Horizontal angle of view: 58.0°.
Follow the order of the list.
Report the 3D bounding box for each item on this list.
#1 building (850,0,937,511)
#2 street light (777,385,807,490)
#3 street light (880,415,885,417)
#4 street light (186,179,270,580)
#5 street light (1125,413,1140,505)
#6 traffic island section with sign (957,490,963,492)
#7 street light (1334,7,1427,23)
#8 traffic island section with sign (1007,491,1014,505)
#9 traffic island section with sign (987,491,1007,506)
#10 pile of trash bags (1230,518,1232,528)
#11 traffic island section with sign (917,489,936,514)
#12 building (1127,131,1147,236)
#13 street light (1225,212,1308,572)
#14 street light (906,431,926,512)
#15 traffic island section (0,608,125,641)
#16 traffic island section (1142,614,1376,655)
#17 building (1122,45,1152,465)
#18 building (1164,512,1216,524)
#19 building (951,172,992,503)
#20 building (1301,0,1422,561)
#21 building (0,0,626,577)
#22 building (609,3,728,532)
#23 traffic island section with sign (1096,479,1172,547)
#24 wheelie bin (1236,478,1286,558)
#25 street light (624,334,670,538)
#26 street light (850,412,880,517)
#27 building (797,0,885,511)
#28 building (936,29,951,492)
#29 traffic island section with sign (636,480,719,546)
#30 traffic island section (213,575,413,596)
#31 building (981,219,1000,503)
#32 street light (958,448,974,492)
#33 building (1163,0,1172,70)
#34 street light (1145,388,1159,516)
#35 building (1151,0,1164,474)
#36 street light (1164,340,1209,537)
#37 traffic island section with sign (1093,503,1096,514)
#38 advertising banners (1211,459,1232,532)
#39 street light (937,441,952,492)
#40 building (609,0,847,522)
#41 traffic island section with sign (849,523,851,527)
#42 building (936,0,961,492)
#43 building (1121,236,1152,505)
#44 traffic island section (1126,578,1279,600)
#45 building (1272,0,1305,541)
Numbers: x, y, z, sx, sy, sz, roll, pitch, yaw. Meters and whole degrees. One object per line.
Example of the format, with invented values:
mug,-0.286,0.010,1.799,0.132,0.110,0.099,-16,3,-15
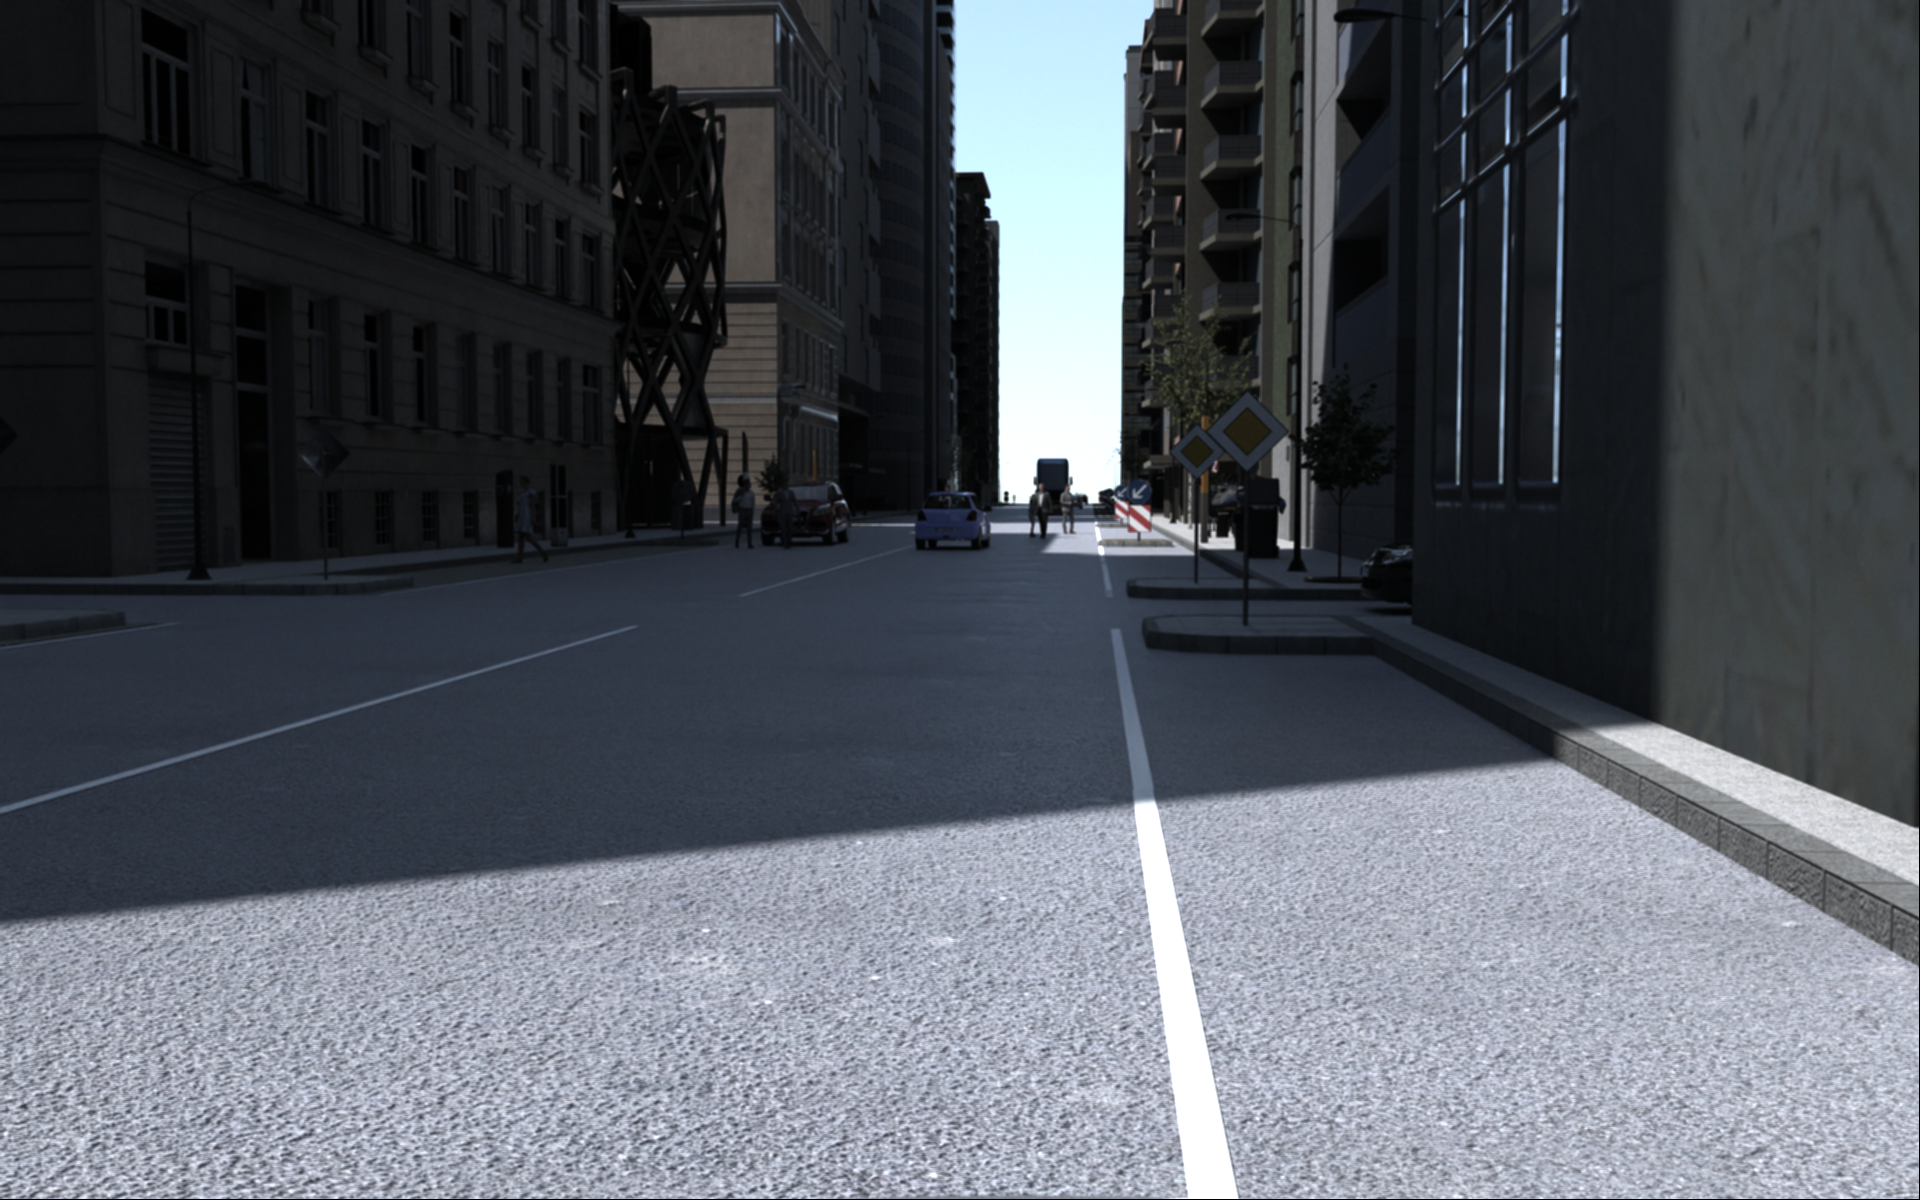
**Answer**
building,-13.662,-36.810,143.842,21.231,58.520,28.212,0,4,4
street light,-7.235,-6.209,74.051,1.470,5.913,1.316,0,4,4
street light,-5.108,-7.946,102.461,1.470,5.913,1.316,0,4,4
street light,-10.885,-3.256,25.772,1.470,5.913,1.316,0,4,4
street light,10.418,-7.765,99.492,1.470,5.913,1.316,0,4,4
traffic island section with sign,0.048,-8.762,151.878,1.989,1.847,2.006,0,4,4
street light,4.270,-2.699,16.675,1.470,5.913,1.316,0,4,4
traffic island section with sign,6.350,-13.836,234.840,1.989,1.847,2.006,0,4,4
traffic island section with sign,4.299,-12.185,207.844,1.989,1.847,2.006,0,4,4
pile of trash bags,11.182,-3.448,66.127,1.912,1.369,3.447,-1,4,-12
traffic island section with sign,-2.029,-7.080,124.382,1.989,1.847,2.006,0,4,4
building,27.160,-34.151,208.483,14.600,45.320,14.200,0,4,4
street light,5.067,-3.433,28.672,1.470,5.913,1.316,0,4,4
street light,-3.213,-9.431,126.744,1.470,5.913,1.316,0,4,4
traffic island section,-10.095,0.267,17.913,2.009,0.180,2.903,0,4,4
traffic island section,2.809,0.327,16.934,2.009,0.180,2.903,0,4,4
building,32.141,-42.014,228.931,21.231,58.520,28.212,0,4,4
building,19.925,-26.095,81.270,22.147,44.769,28.867,0,4,4
building,-7.297,-35.219,230.457,22.147,44.769,28.867,0,4,4
building,21.788,-29.941,31.539,28.212,58.520,21.231,0,4,4
building,-19.204,-12.683,40.646,16.112,22.955,30.059,0,4,4
building,-17.519,-12.083,65.007,16.820,18.784,16.811,0,4,4
traffic island section with sign,4.817,-2.393,47.746,1.989,1.847,2.006,0,4,4
wheelie bin,6.036,-1.643,34.764,0.980,1.594,0.693,0,4,7
street light,-9.113,-4.765,50.452,1.470,5.913,1.316,0,4,4
street light,-5.478,-7.654,97.681,1.470,5.913,1.316,0,4,4
building,-19.947,-32.191,115.560,28.713,52.752,27.495,0,4,4
building,-8.335,-31.525,165.542,14.600,45.320,14.200,0,4,4
traffic island section with sign,-7.798,-2.420,48.189,1.989,1.847,2.006,0,4,4
traffic island section,-9.491,-0.220,25.876,2.009,0.180,2.903,0,4,4
building,-1.626,-34.769,252.059,14.154,41.232,14.086,0,4,4
street light,0.409,-12.320,173.978,1.470,5.913,1.316,0,4,4
building,20.183,-28.178,110.823,14.600,45.320,14.200,0,4,4
street light,8.813,-6.320,75.872,1.470,5.913,1.316,0,4,4
building,28.447,-33.125,130.840,28.713,52.752,27.495,0,4,4
street light,6.902,-4.877,52.275,1.470,5.913,1.316,0,4,4
traffic island section with sign,6.857,-4.037,74.634,1.989,1.847,2.006,0,4,4
advertising banners,9.052,-3.832,58.838,0.090,3.025,2.074,-1,4,-23
street light,-1.406,-10.875,150.349,1.470,5.913,1.316,0,4,4
building,-13.776,-18.537,88.989,13.634,28.700,20.117,0,4,4
traffic island section with sign,-5.764,-4.064,75.068,1.989,1.847,2.006,0,4,4
building,-10.604,-54.221,199.182,22.319,86.520,31.000,0,4,4
building,25.321,-25.858,194.473,14.160,30.474,14.107,0,4,4
traffic island section,3.413,-0.160,24.896,2.009,0.180,2.903,0,4,4
building,16.472,-17.171,52.450,14.160,30.474,14.107,0,4,4
